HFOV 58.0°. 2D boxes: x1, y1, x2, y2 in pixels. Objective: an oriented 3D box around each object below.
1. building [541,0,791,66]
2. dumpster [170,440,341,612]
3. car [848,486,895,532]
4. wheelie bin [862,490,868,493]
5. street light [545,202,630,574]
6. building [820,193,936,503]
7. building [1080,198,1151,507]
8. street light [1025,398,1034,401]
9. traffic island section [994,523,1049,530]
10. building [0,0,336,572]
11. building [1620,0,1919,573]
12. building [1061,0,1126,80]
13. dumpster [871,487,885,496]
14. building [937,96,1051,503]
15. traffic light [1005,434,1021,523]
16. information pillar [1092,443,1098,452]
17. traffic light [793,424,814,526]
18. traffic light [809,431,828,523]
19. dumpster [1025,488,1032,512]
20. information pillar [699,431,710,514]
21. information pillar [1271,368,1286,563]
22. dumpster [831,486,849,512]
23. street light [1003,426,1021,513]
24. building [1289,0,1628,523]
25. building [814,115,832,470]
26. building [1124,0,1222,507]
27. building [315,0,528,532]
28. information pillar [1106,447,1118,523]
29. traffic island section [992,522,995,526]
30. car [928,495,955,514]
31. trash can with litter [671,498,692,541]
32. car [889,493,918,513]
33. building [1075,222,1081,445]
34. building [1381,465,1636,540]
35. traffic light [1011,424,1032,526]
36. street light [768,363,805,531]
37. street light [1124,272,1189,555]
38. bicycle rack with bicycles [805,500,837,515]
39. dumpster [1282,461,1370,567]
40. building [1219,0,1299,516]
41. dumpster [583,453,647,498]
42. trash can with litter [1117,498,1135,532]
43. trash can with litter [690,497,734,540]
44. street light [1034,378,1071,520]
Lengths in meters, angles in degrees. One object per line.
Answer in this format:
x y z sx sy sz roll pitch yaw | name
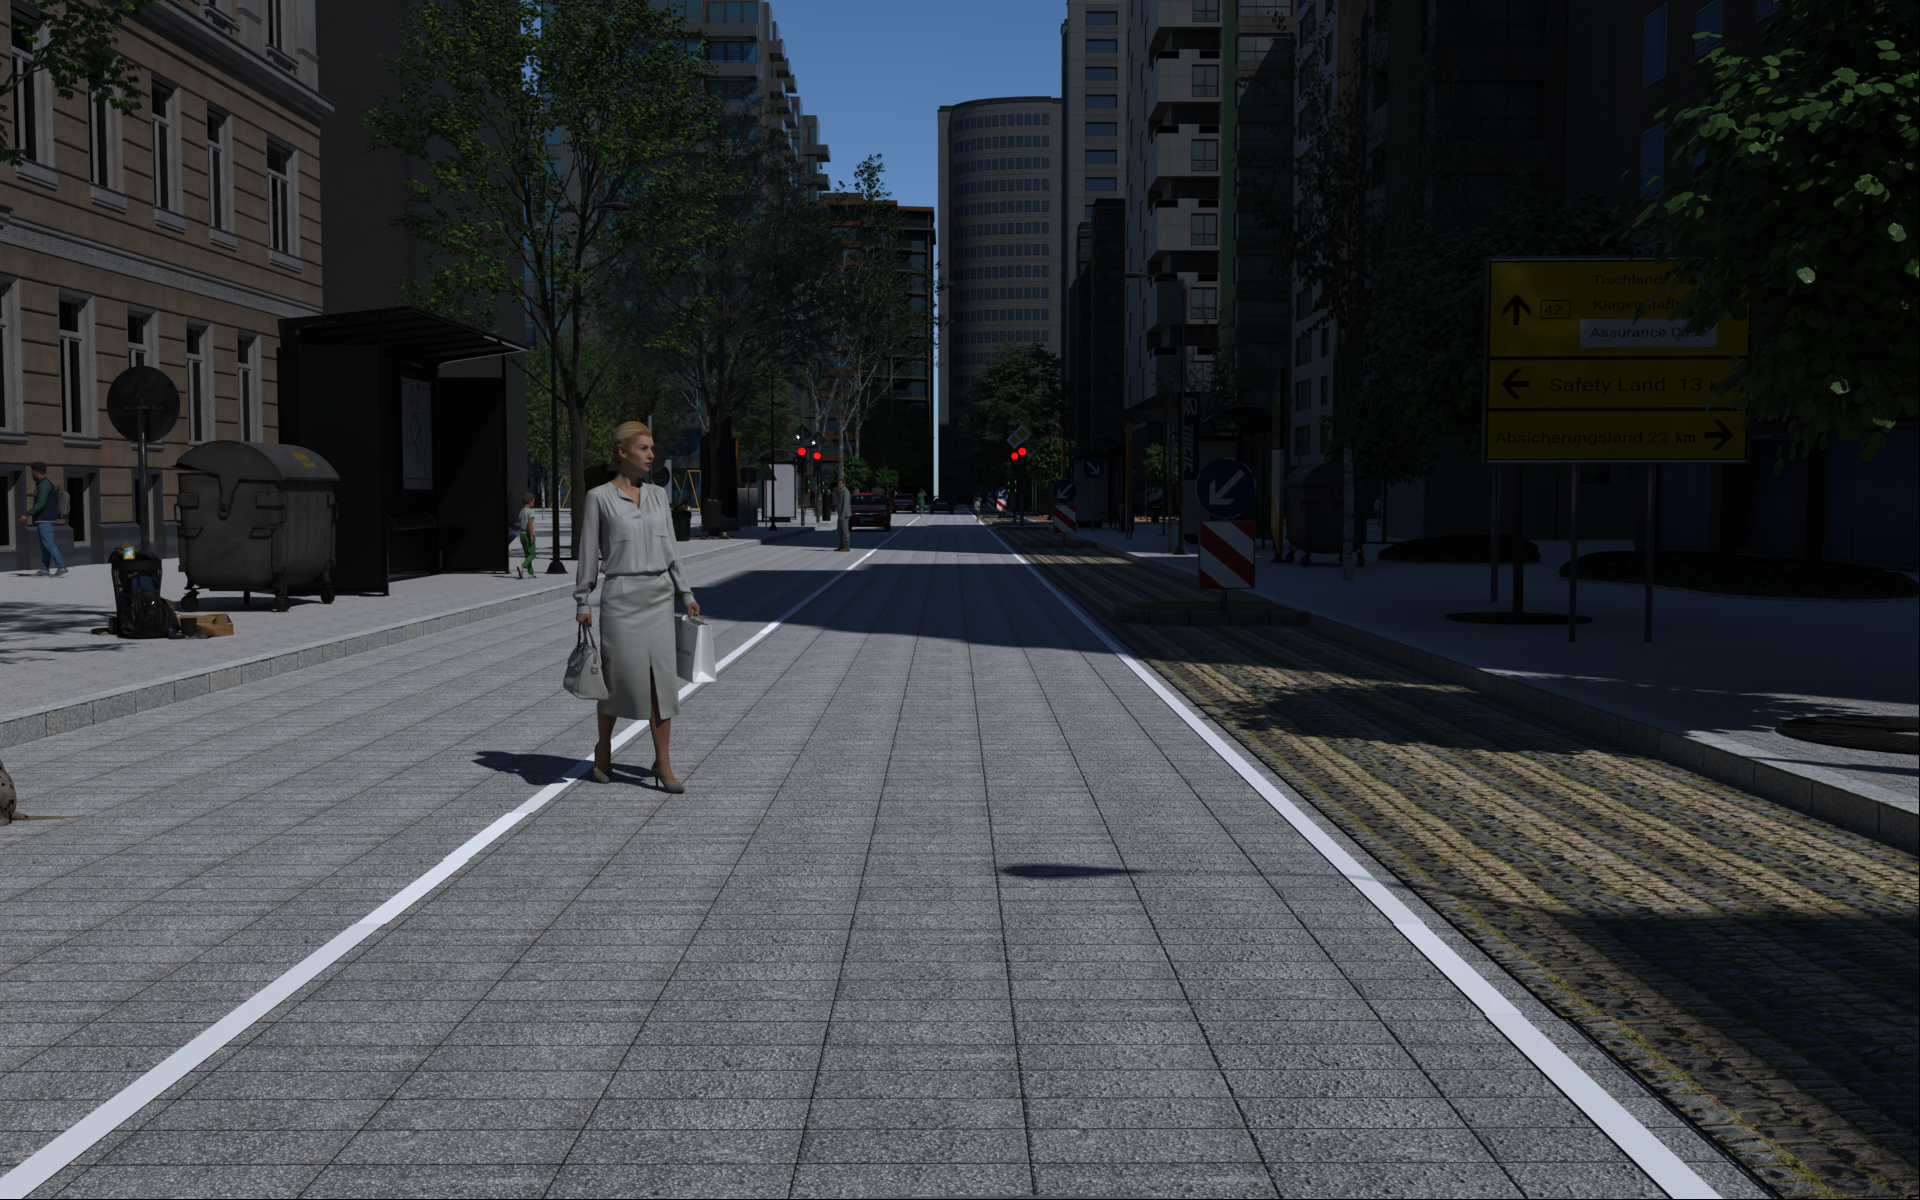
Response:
-27.543 -33.564 168.375 23.786 49.044 30.456 0 4 0 | building
-7.884 -0.838 19.462 1.264 1.857 1.865 0 4 0 | dumpster
-3.596 -3.578 67.534 2.155 1.783 4.494 0 4 -2 | car
-6.757 -6.994 122.254 0.693 1.594 0.980 0 4 -1 | wheelie bin
-5.964 -3.376 27.738 1.470 5.913 1.316 0 4 0 | street light
-17.983 -36.675 254.261 28.867 44.769 22.147 0 4 0 | building
19.778 -24.446 171.398 14.160 30.474 14.107 0 4 0 | building
3.834 -6.827 84.168 1.470 5.913 1.316 0 4 0 | street light
2.507 -2.894 69.592 2.009 0.180 2.903 0 4 0 | traffic island section
-21.883 -15.098 32.762 13.634 28.700 20.117 0 4 0 | building
21.973 -23.325 31.476 14.600 45.320 14.200 0 4 0 | building
22.483 -40.603 205.853 21.231 58.520 28.212 0 4 0 | building
-7.218 -8.901 151.288 1.264 1.857 1.865 0 4 0 | dumpster
10.858 -43.522 253.589 28.212 58.520 21.231 0 4 0 | building
2.423 -5.415 77.463 0.839 4.253 0.868 0 4 0 | traffic light
6.250 -5.431 80.153 0.183 3.616 0.504 3 4 36 | information pillar
-6.294 -4.923 69.414 0.839 4.253 0.868 0 4 0 | traffic light
-6.338 -5.412 77.399 0.839 4.253 0.868 0 4 0 | traffic light
5.460 -7.501 125.129 1.502 2.255 1.985 0 4 0 | dumpster
-9.038 -4.313 61.864 0.504 3.616 0.183 -1 4 -17 | information pillar
5.952 -2.511 32.406 0.183 3.616 0.504 0 4 -7 | information pillar
-8.707 -7.331 125.614 1.264 1.857 1.865 0 4 0 | dumpster
3.647 -8.924 118.443 1.470 5.913 1.316 0 4 0 | street light
25.967 -19.621 92.505 14.107 30.474 14.160 0 4 0 | building
-31.047 -35.994 208.108 30.456 49.044 23.786 0 4 0 | building
27.885 -33.578 138.243 28.713 52.752 27.495 0 4 0 | building
-26.838 -15.917 53.752 24.014 27.812 14.314 0 4 0 | building
6.810 -5.266 77.449 0.504 3.616 0.183 -1 4 -10 | information pillar
2.463 -3.382 77.577 2.009 0.180 2.903 0 4 0 | traffic island section
-1.318 -6.925 125.799 1.945 1.354 3.894 0 4 -1 | car
-7.814 -2.184 47.090 1.055 1.170 0.624 -1 4 -11 | trash can with litter
-4.193 -7.393 129.915 2.155 1.783 4.494 0 4 1 | car
19.267 -25.313 185.571 14.160 30.474 14.107 0 4 0 | building
19.848 -17.268 54.030 14.160 30.474 14.107 0 4 0 | building
2.467 -4.927 69.478 0.839 4.253 0.868 0 4 0 | traffic light
-6.026 -5.392 60.693 1.470 5.913 1.316 0 4 0 | street light
4.129 -3.906 36.410 1.470 5.913 1.316 0 4 0 | street light
-8.127 -5.603 104.985 2.852 0.926 2.925 -2 4 -30 | bicycle rack with bicycles
6.595 -1.555 31.179 1.264 1.857 1.865 0 4 0 | dumpster
22.957 -25.877 106.686 14.154 41.232 14.086 0 4 0 | building
-8.265 -2.352 40.950 1.502 2.255 1.985 0 4 0 | dumpster
5.518 -2.870 58.306 0.624 1.170 1.055 -1 4 -12 | trash can with litter
-7.417 -2.325 49.069 2.233 1.210 1.678 -1 4 -16 | trash can with litter
3.850 -5.922 69.364 1.470 5.913 1.316 0 4 0 | street light
